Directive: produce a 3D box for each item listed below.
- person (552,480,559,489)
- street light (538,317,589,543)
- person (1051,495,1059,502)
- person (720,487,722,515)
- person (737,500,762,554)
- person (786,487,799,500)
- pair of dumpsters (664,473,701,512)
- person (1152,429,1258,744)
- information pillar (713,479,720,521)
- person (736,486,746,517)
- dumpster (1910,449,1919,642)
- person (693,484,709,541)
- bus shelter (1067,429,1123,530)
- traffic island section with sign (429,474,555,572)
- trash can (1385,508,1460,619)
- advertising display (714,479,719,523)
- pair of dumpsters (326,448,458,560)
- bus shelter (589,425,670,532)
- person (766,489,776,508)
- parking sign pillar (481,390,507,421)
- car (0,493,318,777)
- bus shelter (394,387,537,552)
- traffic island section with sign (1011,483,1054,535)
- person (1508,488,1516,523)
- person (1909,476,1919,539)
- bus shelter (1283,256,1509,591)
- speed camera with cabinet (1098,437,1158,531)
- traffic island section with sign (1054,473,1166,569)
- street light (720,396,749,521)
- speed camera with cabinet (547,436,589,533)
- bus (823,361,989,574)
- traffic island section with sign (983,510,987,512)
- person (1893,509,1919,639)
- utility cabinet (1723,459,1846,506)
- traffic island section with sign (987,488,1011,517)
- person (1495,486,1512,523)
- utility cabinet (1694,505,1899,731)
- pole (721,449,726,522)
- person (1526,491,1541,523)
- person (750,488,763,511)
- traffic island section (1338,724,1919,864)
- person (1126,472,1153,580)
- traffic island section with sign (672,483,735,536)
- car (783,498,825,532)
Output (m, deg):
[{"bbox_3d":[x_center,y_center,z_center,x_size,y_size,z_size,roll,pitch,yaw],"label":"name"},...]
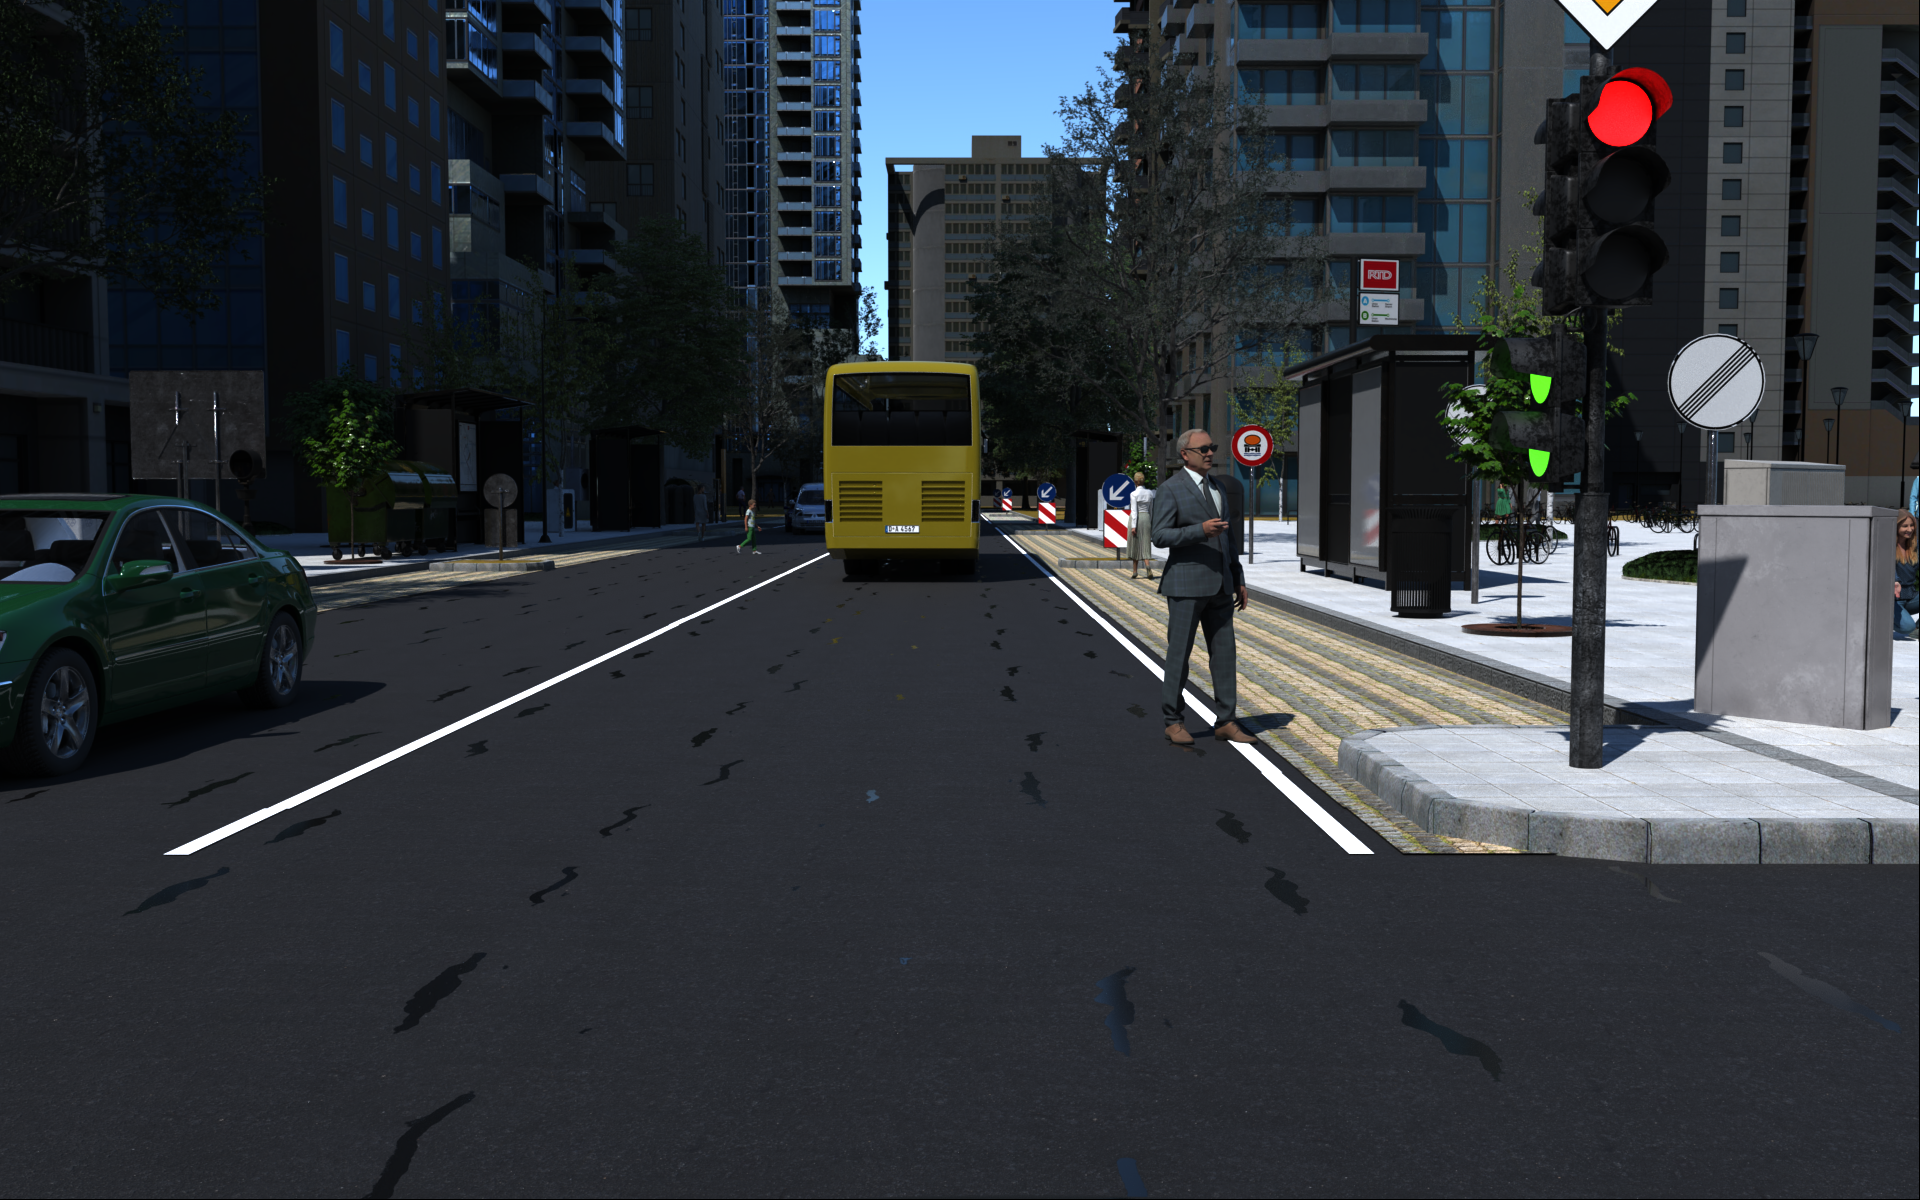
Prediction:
[{"bbox_3d":[-14.551,-3.427,62.305,0.641,1.798,0.478,0,4,4],"label":"person"},{"bbox_3d":[-10.429,-4.469,45.607,1.470,5.913,1.316,0,3,0],"label":"street light"},{"bbox_3d":[8.736,-9.460,163.251,1.350,1.814,0.705,1,4,19],"label":"person"},{"bbox_3d":[-14.734,-6.102,106.731,0.541,1.710,0.530,-3,5,-43],"label":"person"},{"bbox_3d":[-5.018,-1.739,41.180,0.590,1.304,0.306,0,4,-6],"label":"person"},{"bbox_3d":[-12.975,-7.954,135.718,1.348,1.869,0.705,-2,4,-33],"label":"person"},{"bbox_3d":[-12.667,-4.708,79.465,1.574,2.255,4.437,0,3,0],"label":"pair of dumpsters"},{"bbox_3d":[1.420,-0.075,9.899,0.661,1.801,0.590,-3,4,-36],"label":"person"},{"bbox_3d":[-11.586,-4.766,82.412,0.304,2.012,0.304,0,4,6],"label":"information pillar"},{"bbox_3d":[-12.234,-5.524,97.292,0.436,1.711,0.756,-3,4,-38],"label":"person"},{"bbox_3d":[6.020,-0.197,8.985,1.264,1.857,1.865,0,3,0],"label":"dumpster"},{"bbox_3d":[-7.890,-2.666,52.831,0.466,1.731,0.760,-1,4,-12],"label":"person"},{"bbox_3d":[5.067,-4.520,65.188,1.731,3.624,6.357,0,3,0],"label":"bus shelter"},{"bbox_3d":[-8.774,-1.475,32.749,1.989,1.847,2.006,0,3,0],"label":"traffic island section with sign"},{"bbox_3d":[4.802,-0.390,18.026,0.748,1.137,0.748,0,3,0],"label":"trash can"},{"bbox_3d":[-10.699,-4.331,76.019,0.123,1.923,0.974,-1,4,-12],"label":"advertising display"},{"bbox_3d":[-11.679,-2.021,35.543,1.574,2.255,4.437,0,4,0],"label":"pair of dumpsters"},{"bbox_3d":[-11.744,-4.318,61.876,1.731,3.624,6.357,0,3,0],"label":"bus shelter"},{"bbox_3d":[-17.157,-9.186,156.789,0.990,1.755,0.434,-2,4,-30],"label":"person"},{"bbox_3d":[-12.360,-3.498,45.657,1.447,3.967,1.447,-2,4,-33],"label":"parking sign pillar"},{"bbox_3d":[-5.448,0.093,10.285,2.131,1.459,4.920,0,4,0],"label":"car"},{"bbox_3d":[-11.640,-3.054,41.210,1.731,3.624,6.357,0,3,0],"label":"bus shelter"},{"bbox_3d":[2.906,-3.196,60.883,1.989,1.847,2.006,0,3,0],"label":"traffic island section with sign"},{"bbox_3d":[19.281,-3.340,60.834,0.526,1.800,0.537,2,4,30],"label":"person"},{"bbox_3d":[14.430,-1.210,25.691,0.638,1.841,0.748,2,4,29],"label":"person"},{"bbox_3d":[6.425,-3.022,27.039,2.179,5.291,8.768,0,4,0],"label":"bus shelter"},{"bbox_3d":[5.835,-4.019,60.040,2.038,3.252,0.660,-1,4,-15],"label":"speed camera with cabinet"},{"bbox_3d":[2.939,-1.547,33.927,1.989,1.847,2.006,0,3,0],"label":"traffic island section with sign"},{"bbox_3d":[-10.641,-6.681,81.774,1.470,5.913,1.316,0,3,0],"label":"street light"},{"bbox_3d":[-13.236,-3.924,58.490,0.660,3.252,2.038,1,4,15],"label":"speed camera with cabinet"},{"bbox_3d":[-0.858,-2.579,33.711,2.896,3.916,12.252,0,4,1],"label":"bus"},{"bbox_3d":[2.818,-7.843,136.864,1.989,1.847,2.006,0,3,0],"label":"traffic island section with sign"},{"bbox_3d":[8.472,-0.226,15.245,1.012,1.151,0.738,0,4,-6],"label":"person"},{"bbox_3d":[5.402,-0.163,11.338,1.173,1.500,0.318,-3,5,-42],"label":"utility cabinet"},{"bbox_3d":[2.855,-6.195,109.909,1.989,1.847,2.006,0,3,0],"label":"traffic island section with sign"},{"bbox_3d":[18.393,-3.204,58.681,0.600,1.795,0.529,-2,4,-26],"label":"person"},{"bbox_3d":[4.732,0.081,9.845,0.306,1.237,1.020,-2,4,-35],"label":"utility cabinet"},{"bbox_3d":[-10.702,-5.175,78.448,0.158,3.312,0.155,0,3,0],"label":"pole"},{"bbox_3d":[18.306,-2.997,55.144,0.850,1.850,0.679,0,4,-1],"label":"person"},{"bbox_3d":[-15.615,-7.712,132.686,0.990,1.755,0.434,0,4,-4],"label":"person"},{"bbox_3d":[2.968,0.864,8.155,2.009,0.180,2.903,0,3,0],"label":"traffic island section"},{"bbox_3d":[3.040,-1.234,28.902,0.478,1.798,0.641,-1,4,-15],"label":"person"},{"bbox_3d":[-8.803,-3.124,59.704,1.989,1.847,2.006,0,3,0],"label":"traffic island section with sign"},{"bbox_3d":[-5.765,-3.296,66.477,1.945,1.354,3.894,0,4,-2],"label":"car"}]
